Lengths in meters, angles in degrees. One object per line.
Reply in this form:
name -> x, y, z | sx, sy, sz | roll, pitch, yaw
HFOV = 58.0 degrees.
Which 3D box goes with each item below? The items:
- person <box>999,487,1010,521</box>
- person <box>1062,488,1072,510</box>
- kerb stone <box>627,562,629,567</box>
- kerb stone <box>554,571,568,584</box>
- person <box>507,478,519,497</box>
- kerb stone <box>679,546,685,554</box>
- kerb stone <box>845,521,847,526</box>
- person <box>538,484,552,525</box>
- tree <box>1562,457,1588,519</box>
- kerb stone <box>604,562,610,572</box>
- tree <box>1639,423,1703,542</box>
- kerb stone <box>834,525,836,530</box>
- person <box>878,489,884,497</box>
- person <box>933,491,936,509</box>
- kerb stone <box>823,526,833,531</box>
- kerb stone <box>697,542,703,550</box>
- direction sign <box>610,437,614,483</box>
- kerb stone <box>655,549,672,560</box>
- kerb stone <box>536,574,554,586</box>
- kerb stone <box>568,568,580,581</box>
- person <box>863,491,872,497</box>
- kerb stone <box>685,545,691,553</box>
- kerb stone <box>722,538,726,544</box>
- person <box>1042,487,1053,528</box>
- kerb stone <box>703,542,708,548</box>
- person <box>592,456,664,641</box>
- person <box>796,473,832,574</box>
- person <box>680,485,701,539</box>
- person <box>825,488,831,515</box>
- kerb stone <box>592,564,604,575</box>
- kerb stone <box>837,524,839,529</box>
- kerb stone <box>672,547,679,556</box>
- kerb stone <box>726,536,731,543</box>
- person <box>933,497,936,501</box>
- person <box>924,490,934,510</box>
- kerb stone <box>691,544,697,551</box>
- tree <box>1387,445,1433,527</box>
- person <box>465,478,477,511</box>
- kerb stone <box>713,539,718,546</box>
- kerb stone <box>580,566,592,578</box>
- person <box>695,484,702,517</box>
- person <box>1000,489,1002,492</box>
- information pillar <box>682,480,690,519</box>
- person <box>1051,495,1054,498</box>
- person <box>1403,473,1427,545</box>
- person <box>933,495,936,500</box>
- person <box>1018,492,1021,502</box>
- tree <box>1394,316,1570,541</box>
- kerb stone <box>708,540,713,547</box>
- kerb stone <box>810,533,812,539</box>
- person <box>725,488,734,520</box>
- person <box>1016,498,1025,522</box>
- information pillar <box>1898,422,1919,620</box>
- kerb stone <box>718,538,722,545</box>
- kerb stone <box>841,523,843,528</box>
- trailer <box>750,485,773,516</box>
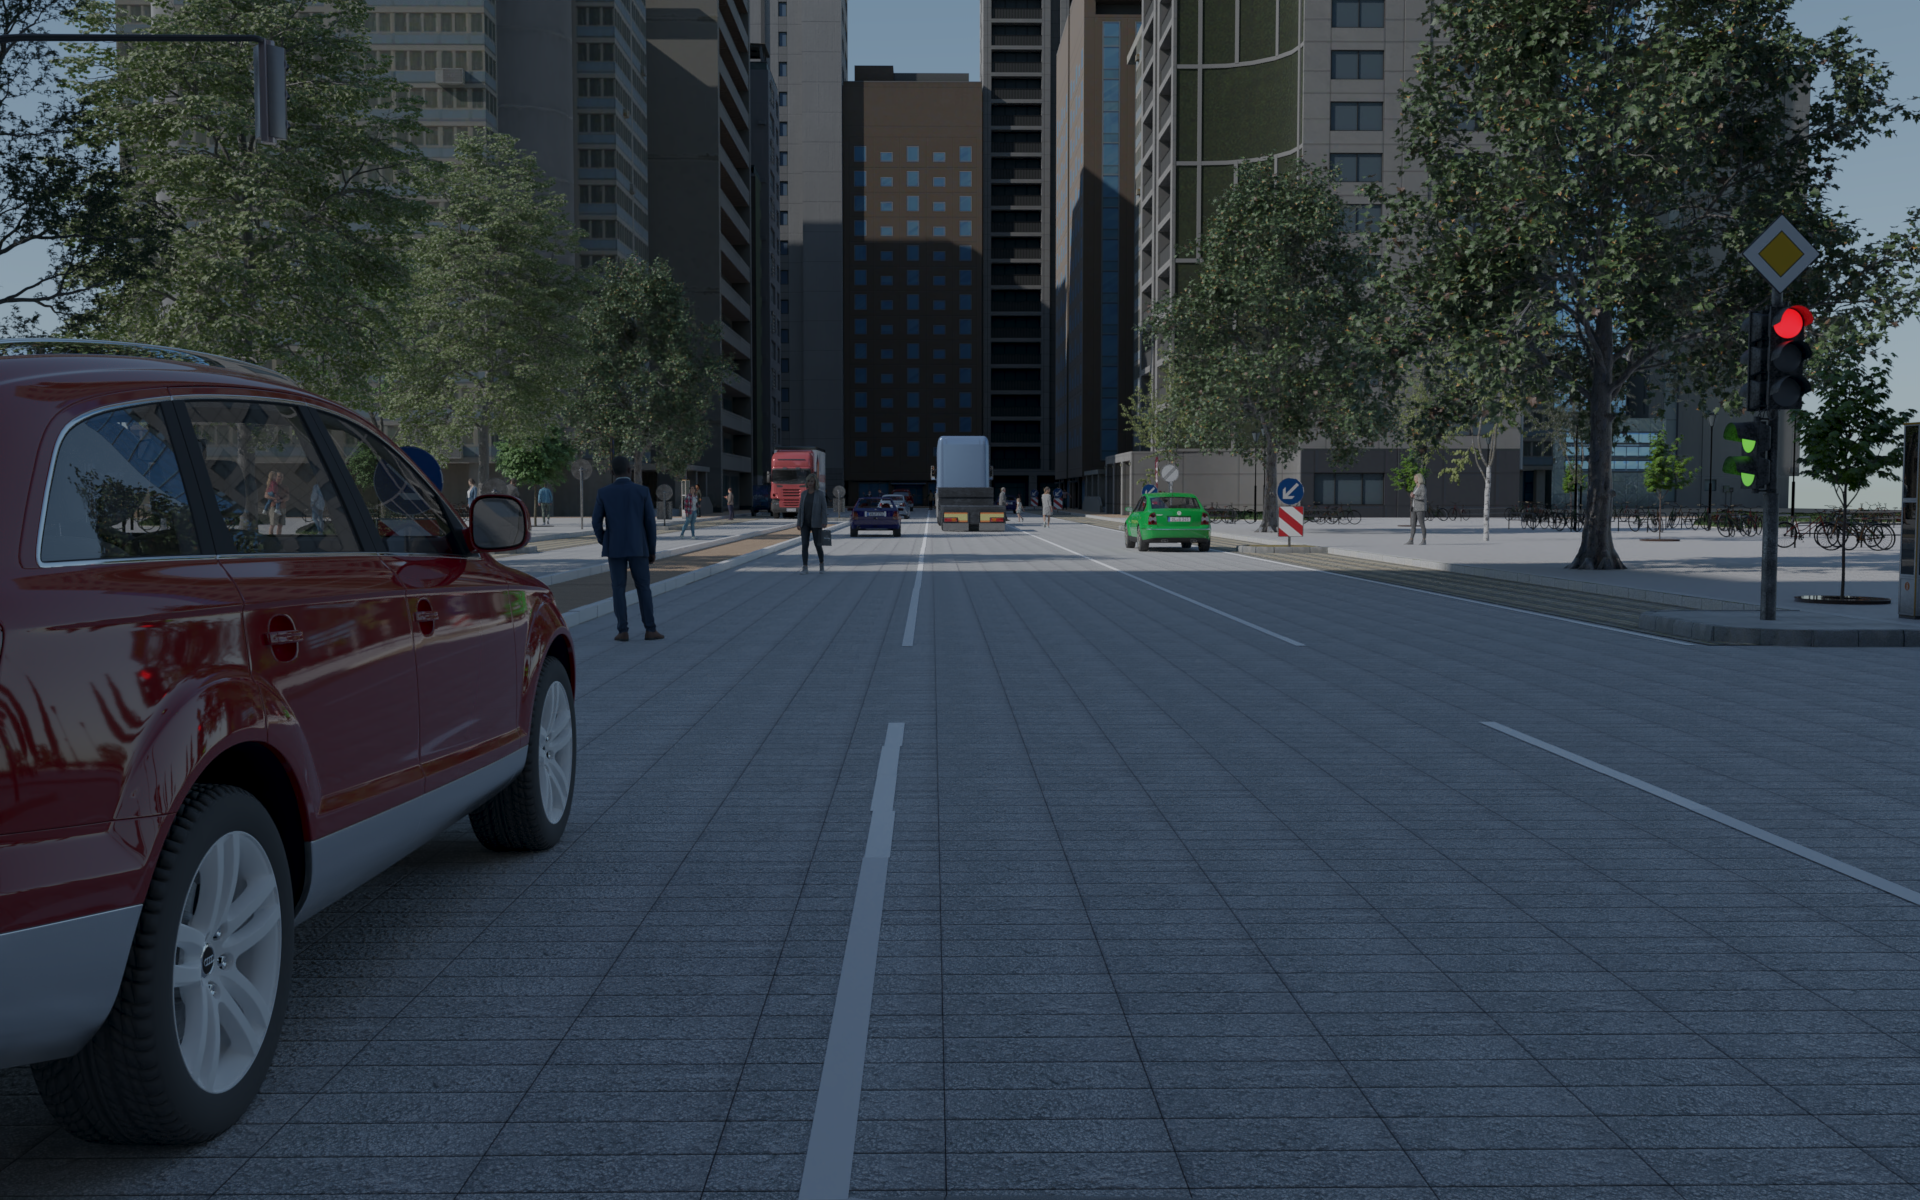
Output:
person -> 2.308, -5.001, 90.670 | 0.834, 1.777, 0.661 | -1, 4, -18
person -> 8.496, -8.185, 140.578 | 1.217, 1.736, 0.721 | 1, 4, 14
kerb stone -> -6.597, -0.774, 34.887 | 0.120, 0.150, 1.000 | 0, 4, -1
kerb stone -> -6.479, -0.337, 27.702 | 0.120, 0.150, 1.000 | 0, 4, -1
person -> -15.802, -3.362, 60.818 | 0.655, 1.846, 0.447 | 0, 4, -3
kerb stone -> -6.706, -1.153, 41.054 | 0.120, 0.150, 1.000 | 0, 4, -1
kerb stone -> -5.166, -3.285, 75.900 | 0.120, 0.150, 1.000 | 0, 4, -1
person -> -17.411, -4.058, 72.737 | 0.601, 1.785, 0.444 | -1, 4, -18
tree -> 31.607, -5.816, 89.688 | 1.663, 3.219, 1.824 | 0, 3, 0
kerb stone -> -6.544, -0.583, 31.820 | 0.120, 0.150, 1.000 | 0, 4, -1
tree -> 18.978, -3.206, 47.023 | 1.663, 3.219, 1.824 | 0, 3, 0
kerb stone -> -5.034, -2.784, 67.710 | 0.120, 0.150, 1.000 | 0, 4, -1
person -> -5.244, -6.432, 114.114 | 0.683, 1.767, 0.568 | 3, 5, 39
person -> -2.438, -9.555, 165.509 | 0.721, 1.735, 1.217 | 1, 4, 10
kerb stone -> -5.001, -2.658, 65.656 | 0.120, 0.150, 1.000 | 0, 4, -1
kerb stone -> -6.749, -1.341, 44.127 | 0.120, 0.150, 1.000 | 0, 4, -1
direction sign -> -13.807, -4.696, 68.785 | 0.379, 3.537, 0.876 | 0, 4, -3
kerb stone -> -6.671, -1.028, 38.999 | 0.120, 0.150, 1.000 | 0, 4, -1
kerb stone -> -6.468, -0.272, 26.676 | 0.120, 0.150, 1.000 | 0, 4, -1
kerb stone -> -6.501, -0.399, 28.724 | 0.120, 0.150, 1.000 | 0, 4, -1
person -> -7.332, -7.851, 137.661 | 0.742, 1.727, 0.445 | -2, 4, -30
kerb stone -> -6.718, -1.216, 42.080 | 0.120, 0.150, 1.000 | 0, 4, -1
kerb stone -> -6.838, -1.654, 49.248 | 0.120, 0.150, 1.000 | 0, 4, -1
person -> 3.670, -3.888, 72.824 | 0.466, 1.731, 0.760 | 0, 4, 5
kerb stone -> -6.770, -1.404, 45.149 | 0.120, 0.150, 1.000 | 0, 4, -1
person -> -3.230, -0.503, 16.905 | 0.721, 1.800, 0.419 | -1, 4, -18
person -> -2.574, -1.368, 31.054 | 0.709, 1.800, 0.728 | 1, 4, 21
person -> -8.573, -2.800, 55.118 | 0.643, 1.720, 0.563 | 3, 4, 36
person -> -9.126, -6.681, 117.763 | 0.705, 1.821, 1.348 | -2, 4, -32
kerb stone -> -6.529, -0.525, 30.781 | 0.120, 0.150, 1.000 | 0, 4, -1
kerb stone -> -5.077, -2.909, 69.754 | 0.120, 0.150, 1.000 | 0, 4, -1
kerb stone -> -6.681, -1.089, 40.030 | 0.120, 0.150, 1.000 | 0, 4, -1
kerb stone -> -6.848, -1.717, 50.275 | 0.120, 0.150, 1.000 | 0, 4, -1
person -> -1.516, -7.991, 139.245 | 1.348, 1.812, 0.705 | -2, 4, -29
person -> -2.643, -8.957, 155.042 | 0.705, 1.812, 1.348 | 3, 5, 44
kerb stone -> -6.733, -1.279, 43.105 | 0.120, 0.150, 1.000 | 0, 4, -1
tree -> 17.693, -4.514, 68.413 | 1.663, 3.219, 1.824 | 0, 3, 0
person -> -16.837, -3.299, 60.005 | 0.654, 1.822, 0.581 | -1, 4, -21
kerb stone -> -6.800, -1.522, 47.199 | 0.120, 0.150, 1.000 | 0, 4, -1
kerb stone -> -6.517, -0.462, 29.752 | 0.120, 0.150, 1.000 | 0, 4, -1
person -> -14.494, -5.478, 95.635 | 0.705, 1.821, 1.348 | -2, 4, -30
person -> 2.722, -5.995, 107.038 | 0.721, 1.766, 1.217 | 0, 4, -7
information pillar -> -14.283, -5.244, 90.224 | 0.304, 2.012, 0.304 | 3, 4, 38
person -> 9.647, -10.026, 169.976 | 1.348, 1.822, 0.705 | 0, 4, -8
person -> 11.533, -2.292, 43.701 | 0.526, 1.800, 0.537 | 0, 4, -7
person -> -1.683, -7.788, 136.621 | 0.721, 1.735, 1.217 | -3, 5, -44
person -> 5.447, -9.164, 159.801 | 0.415, 1.643, 0.593 | -1, 4, -23
tree -> 14.545, -5.930, 47.319 | 4.737, 8.622, 4.395 | 0, 3, 0
kerb stone -> -6.788, -1.467, 46.176 | 0.120, 0.150, 1.000 | 0, 4, -1
kerb stone -> -4.822, -1.964, 54.370 | 0.120, 0.150, 1.000 | 0, 4, -1
person -> -12.654, -5.224, 94.436 | 0.750, 1.759, 0.617 | 2, 4, 25
person -> 3.055, -4.594, 88.633 | 0.382, 1.210, 0.505 | 2, 4, 28
information pillar -> 9.874, -0.811, 17.755 | 0.304, 2.012, 0.304 | 0, 4, -2
kerb stone -> -6.816, -1.589, 48.221 | 0.120, 0.150, 1.000 | 0, 4, -1
kerb stone -> -5.125, -3.096, 72.824 | 0.120, 0.150, 1.000 | 0, 4, -1
trailer -> -12.525, -6.266, 109.497 | 1.471, 1.999, 3.904 | 0, 4, 0
